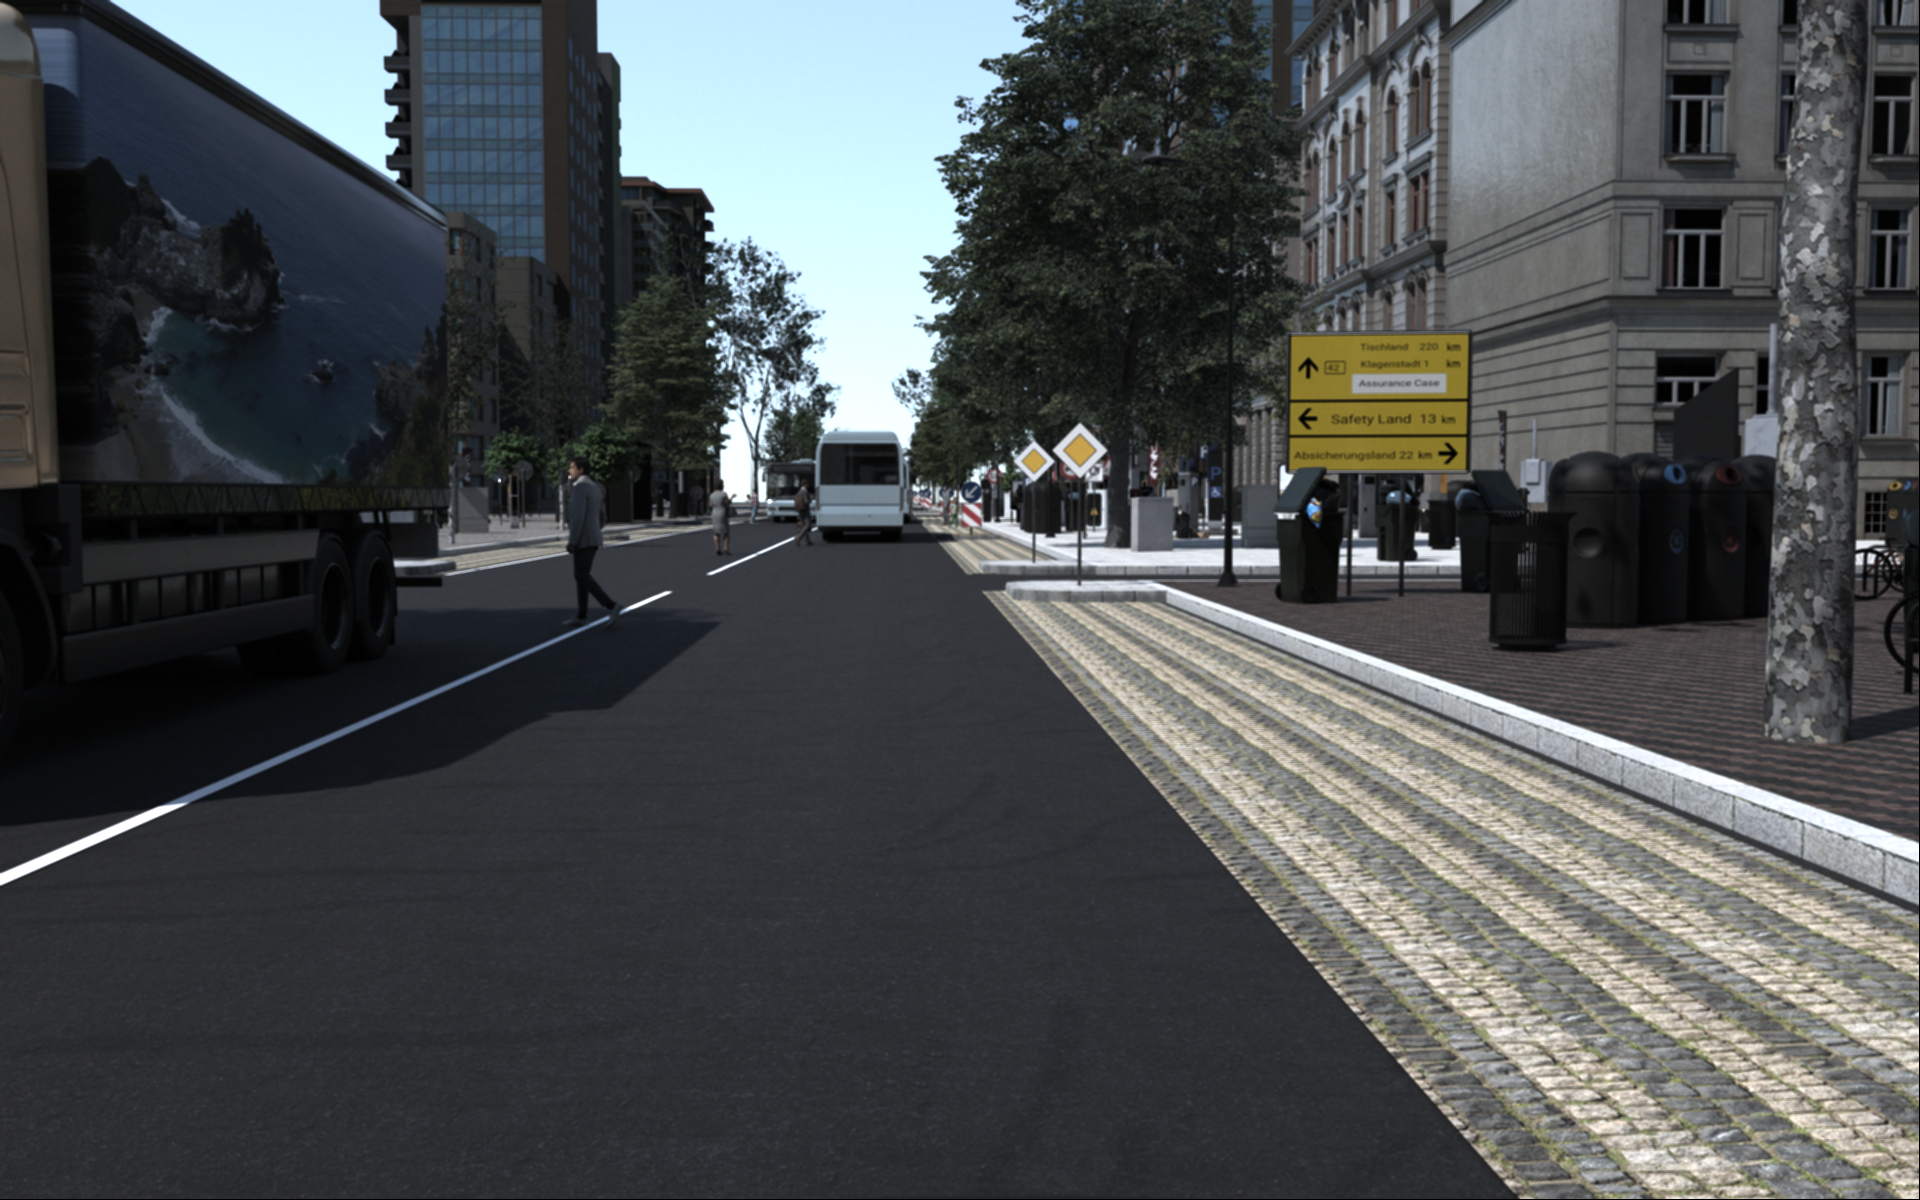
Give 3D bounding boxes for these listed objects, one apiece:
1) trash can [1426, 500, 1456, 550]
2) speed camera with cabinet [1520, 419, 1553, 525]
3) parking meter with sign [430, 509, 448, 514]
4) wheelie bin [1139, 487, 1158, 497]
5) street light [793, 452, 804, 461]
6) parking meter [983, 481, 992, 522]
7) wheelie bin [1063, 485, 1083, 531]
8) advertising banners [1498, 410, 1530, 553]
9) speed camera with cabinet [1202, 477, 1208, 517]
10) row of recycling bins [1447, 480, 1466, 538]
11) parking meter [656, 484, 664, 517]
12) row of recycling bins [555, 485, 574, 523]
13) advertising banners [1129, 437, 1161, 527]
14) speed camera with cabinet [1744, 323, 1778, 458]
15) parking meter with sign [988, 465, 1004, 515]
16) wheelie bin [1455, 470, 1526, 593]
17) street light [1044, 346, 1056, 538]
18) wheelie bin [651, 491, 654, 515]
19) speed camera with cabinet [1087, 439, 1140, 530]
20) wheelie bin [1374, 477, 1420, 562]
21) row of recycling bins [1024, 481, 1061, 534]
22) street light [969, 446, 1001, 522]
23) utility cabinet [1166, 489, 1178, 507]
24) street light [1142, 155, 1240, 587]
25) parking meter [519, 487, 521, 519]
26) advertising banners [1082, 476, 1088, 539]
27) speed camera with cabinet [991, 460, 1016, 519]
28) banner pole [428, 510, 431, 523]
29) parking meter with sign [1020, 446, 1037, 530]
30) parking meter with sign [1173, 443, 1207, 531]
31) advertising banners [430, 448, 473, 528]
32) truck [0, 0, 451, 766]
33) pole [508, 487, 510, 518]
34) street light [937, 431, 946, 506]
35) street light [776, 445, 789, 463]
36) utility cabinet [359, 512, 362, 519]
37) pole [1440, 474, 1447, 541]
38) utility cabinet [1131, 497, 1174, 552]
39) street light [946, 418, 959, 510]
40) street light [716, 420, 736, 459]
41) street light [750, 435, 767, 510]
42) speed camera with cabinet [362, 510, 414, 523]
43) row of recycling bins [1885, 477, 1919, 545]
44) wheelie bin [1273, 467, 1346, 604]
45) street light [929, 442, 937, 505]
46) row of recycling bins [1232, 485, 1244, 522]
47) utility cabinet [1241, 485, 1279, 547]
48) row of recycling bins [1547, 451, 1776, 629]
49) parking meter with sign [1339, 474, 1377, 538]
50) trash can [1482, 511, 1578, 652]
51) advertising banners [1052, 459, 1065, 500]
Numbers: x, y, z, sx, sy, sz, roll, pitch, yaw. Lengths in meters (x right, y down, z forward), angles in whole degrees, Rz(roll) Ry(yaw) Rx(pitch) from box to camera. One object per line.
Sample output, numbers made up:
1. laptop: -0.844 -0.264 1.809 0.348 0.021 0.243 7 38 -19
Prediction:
1. trash can: 11.166 -1.739 40.094 0.748 1.137 0.748 0 3 0
2. speed camera with cabinet: 15.825 -3.129 45.493 2.038 3.252 0.660 3 4 38
3. parking meter with sign: -24.496 -5.184 81.017 0.543 3.016 1.738 -3 5 -40
4. wheelie bin: 7.779 -3.946 72.432 0.980 1.594 0.693 0 4 5
5. street light: -17.871 -13.396 191.563 1.470 5.913 1.316 0 4 -2
6. parking meter: 1.266 -4.499 79.263 0.399 1.863 0.255 0 4 3
7. wheelie bin: 3.969 -3.176 59.844 0.693 1.594 0.980 -1 4 -19
8. advertising banners: 11.798 -2.494 36.969 0.090 3.025 2.074 3 4 36
9. speed camera with cabinet: 13.962 -6.293 97.221 0.660 3.252 2.038 1 4 13
10. row of recycling bins: 15.299 -2.780 52.571 1.069 1.692 3.534 1 4 23
11. parking meter: -16.866 -5.599 97.255 0.399 1.863 0.255 -2 4 -32
12. row of recycling bins: -17.522 -4.310 77.587 1.069 1.692 3.534 -1 4 -21
13. advertising banners: 5.385 -3.487 53.203 0.090 3.025 2.074 -3 5 -44
14. speed camera with cabinet: 8.890 -1.553 19.735 2.038 3.252 0.660 -2 4 -23
15. parking meter with sign: 2.373 -6.603 104.216 0.543 3.016 1.738 2 4 35
16. wheelie bin: 6.934 -0.910 22.791 0.980 1.594 0.693 -2 4 -30
17. street light: 2.130 -4.794 50.923 1.470 5.913 1.316 0 4 -2
18. wheelie bin: -16.193 -4.976 89.268 0.980 1.594 0.693 -3 4 -38
19. speed camera with cabinet: 5.447 -4.153 62.239 2.038 3.252 0.660 3 5 39
20. wheelie bin: 8.341 -1.540 33.091 0.693 1.594 0.980 -1 4 -16
21. row of recycling bins: 2.680 -3.081 57.485 1.069 1.692 3.534 0 4 -5
22. street light: 1.165 -6.459 78.147 1.470 5.913 1.316 0 4 -2
23. utility cabinet: 10.266 -4.535 82.832 0.318 1.500 1.173 -1 4 -22
24. street light: 3.190 -3.142 23.918 1.470 5.913 1.316 0 4 -2
25. parking meter: -23.265 -5.206 90.824 0.399 1.863 0.255 -3 4 -36
26. advertising banners: 3.572 -3.274 49.711 0.090 3.025 2.074 0 4 7
27. speed camera with cabinet: 2.402 -5.792 89.042 2.038 3.252 0.660 3 4 39
28. banner pole: -17.056 -3.997 55.368 0.401 3.779 0.863 -2 4 -32
29. parking meter with sign: 2.512 -4.053 62.524 0.543 3.016 1.738 1 4 11
30. parking meter with sign: 7.859 -3.868 59.502 0.543 3.016 1.738 -2 4 -31
31. advertising banners: -19.047 -4.207 64.968 0.090 3.025 2.074 2 4 33
32. truck: -6.060 -1.390 11.634 2.839 4.237 11.283 0 4 -2
33. pole: -24.165 -6.061 92.944 0.158 3.312 0.155 0 3 0
34. street light: -0.750 -9.542 128.550 1.470 5.913 1.316 0 4 -2
35. street light: -16.738 -11.647 162.961 1.470 5.913 1.316 0 4 -2
36. utility cabinet: -14.238 -1.909 39.899 1.173 1.500 0.318 -2 4 -28
37. pole: 12.089 -3.022 43.258 0.158 3.312 0.155 0 3 0
38. utility cabinet: 4.289 -1.685 38.710 1.020 1.237 0.306 -2 4 -34
39. street light: 0.066 -8.181 106.297 1.470 5.913 1.316 0 4 -2
40. street light: -14.666 -8.291 108.097 1.470 5.913 1.316 0 4 -2
41. street light: -15.783 -9.981 135.737 1.470 5.913 1.316 0 4 -2
42. speed camera with cabinet: -13.188 -2.690 38.324 2.038 3.252 0.660 -3 5 -41
43. row of recycling bins: 22.457 -2.028 40.264 1.069 1.692 3.534 1 4 14
44. wheelie bin: 4.141 -0.772 20.524 0.693 1.594 0.980 -1 4 -18
45. street light: -1.797 -11.213 155.871 1.470 5.913 1.316 0 4 -2
46. row of recycling bins: 13.883 -4.422 79.419 3.534 1.692 1.069 -2 4 -33
47. utility cabinet: 7.313 -1.996 41.313 1.173 1.500 0.318 -1 4 -14
48. row of recycling bins: 7.234 -0.641 17.590 3.534 1.692 1.069 -2 4 -33
49. parking meter with sign: 11.898 -3.297 50.172 1.738 3.016 0.543 0 4 5
50. trash can: 4.685 -0.160 14.272 0.748 1.137 0.748 0 3 0
51. advertising banners: 4.904 -5.521 86.454 0.090 3.025 2.074 1 4 23
